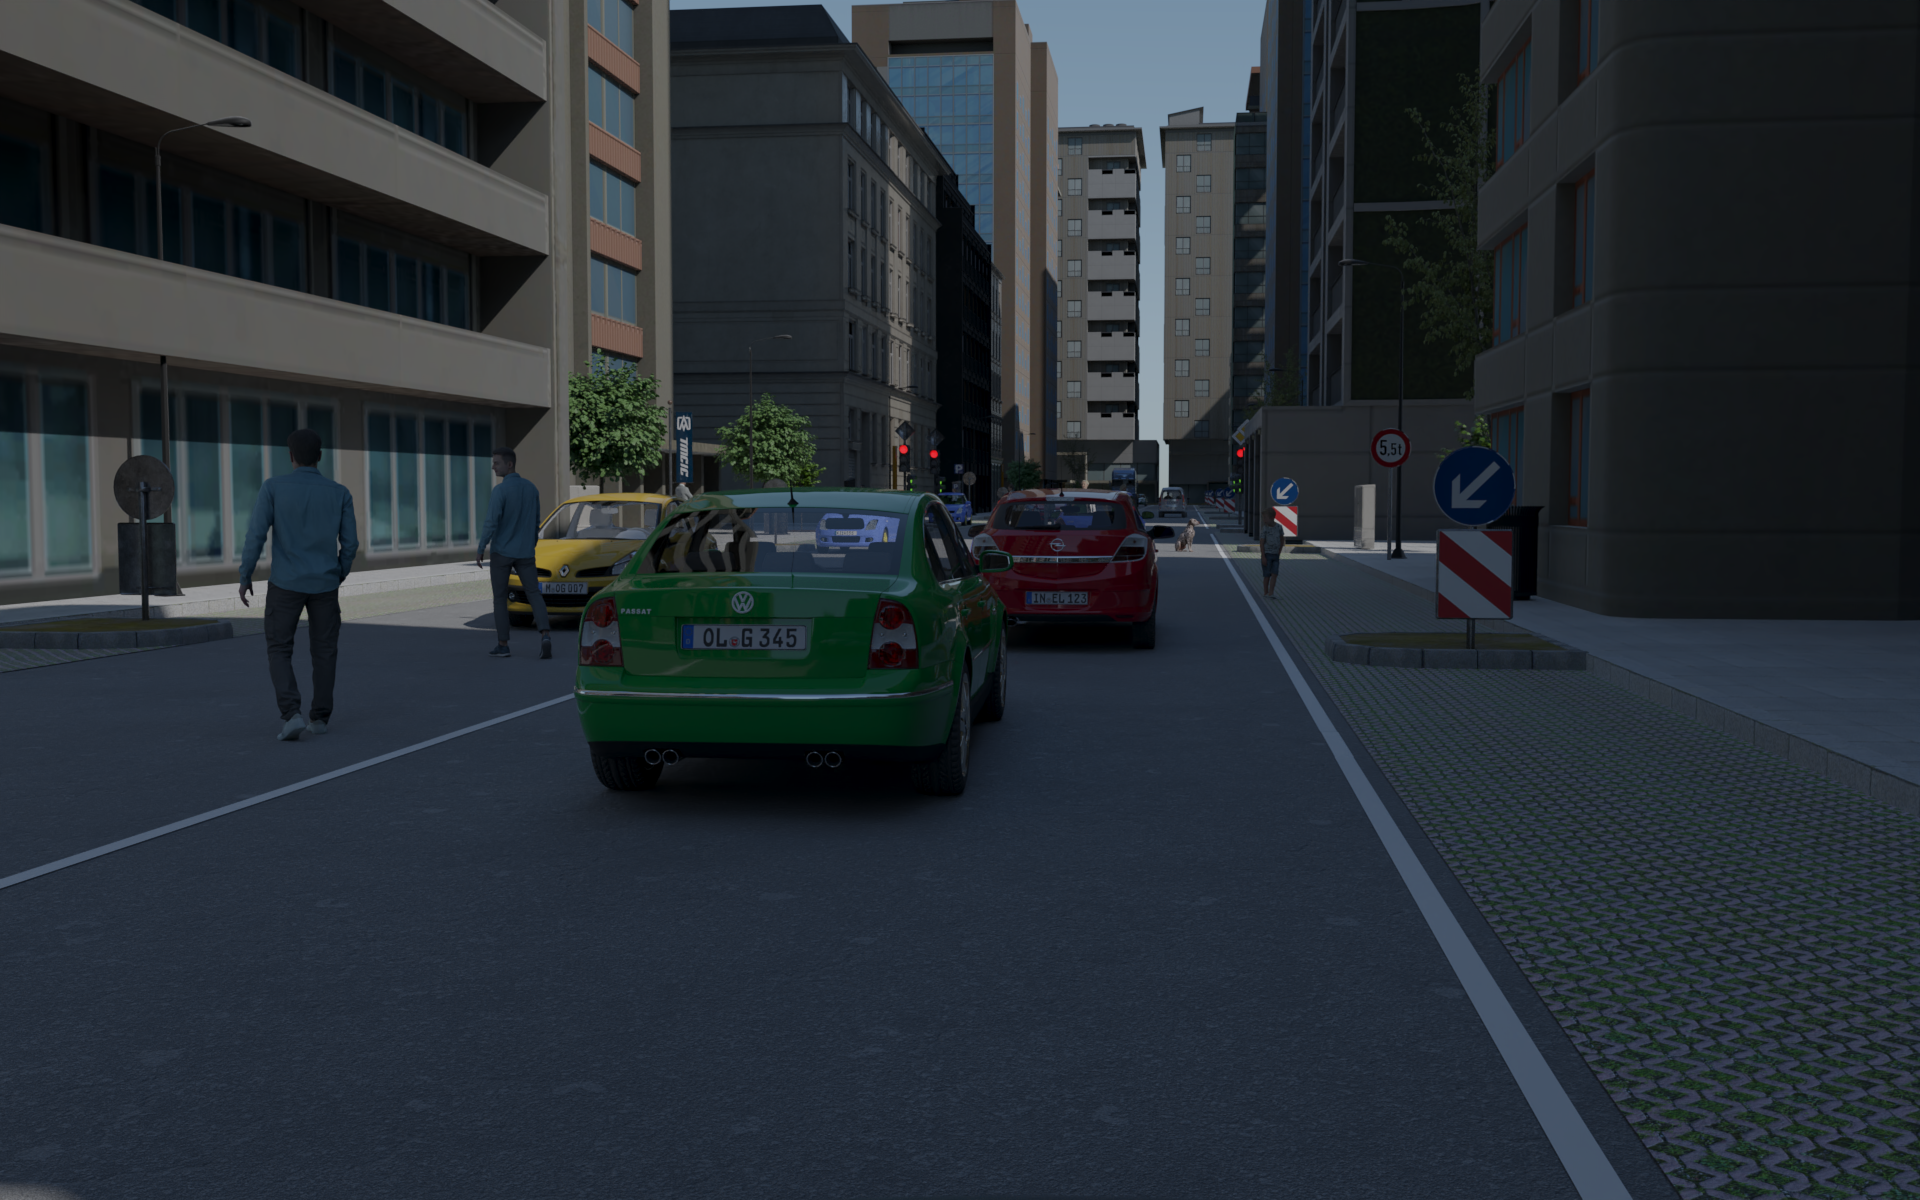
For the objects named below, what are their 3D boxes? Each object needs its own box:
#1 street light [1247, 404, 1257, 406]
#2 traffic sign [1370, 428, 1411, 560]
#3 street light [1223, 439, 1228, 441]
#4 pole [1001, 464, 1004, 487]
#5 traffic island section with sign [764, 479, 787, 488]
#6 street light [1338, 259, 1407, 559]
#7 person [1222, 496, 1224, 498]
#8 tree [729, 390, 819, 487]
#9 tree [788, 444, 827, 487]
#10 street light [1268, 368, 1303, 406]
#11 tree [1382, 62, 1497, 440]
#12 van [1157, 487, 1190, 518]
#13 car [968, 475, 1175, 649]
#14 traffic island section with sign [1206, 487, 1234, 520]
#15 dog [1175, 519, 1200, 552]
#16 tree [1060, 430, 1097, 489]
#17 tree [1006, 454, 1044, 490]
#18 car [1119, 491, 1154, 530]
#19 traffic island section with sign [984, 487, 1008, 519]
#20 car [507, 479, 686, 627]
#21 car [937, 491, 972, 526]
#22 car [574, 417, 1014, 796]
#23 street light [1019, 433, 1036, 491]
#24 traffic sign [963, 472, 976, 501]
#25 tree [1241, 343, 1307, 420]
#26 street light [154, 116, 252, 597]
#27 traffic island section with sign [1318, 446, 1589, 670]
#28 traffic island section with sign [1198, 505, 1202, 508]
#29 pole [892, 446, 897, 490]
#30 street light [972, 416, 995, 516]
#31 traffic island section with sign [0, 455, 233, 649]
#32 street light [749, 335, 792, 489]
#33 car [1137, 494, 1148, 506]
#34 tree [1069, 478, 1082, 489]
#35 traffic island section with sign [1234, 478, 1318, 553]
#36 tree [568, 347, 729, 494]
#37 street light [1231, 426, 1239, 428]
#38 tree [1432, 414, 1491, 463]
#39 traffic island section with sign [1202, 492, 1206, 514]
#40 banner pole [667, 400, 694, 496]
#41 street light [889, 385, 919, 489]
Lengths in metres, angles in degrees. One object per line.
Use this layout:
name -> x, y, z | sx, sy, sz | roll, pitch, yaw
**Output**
street light -> 15.473, -7.129, 89.105 | 1.470, 5.913, 1.316 | 0, 4, 7
traffic sign -> 8.339, -2.047, 33.582 | 0.768, 2.556, 0.104 | 1, 4, 15
street light -> 22.994, -10.652, 146.698 | 1.470, 5.913, 1.316 | 0, 4, 7
pole -> 2.882, -7.599, 118.086 | 0.158, 3.312, 0.155 | 0, 3, 0
traffic island section with sign -> -4.737, -2.152, 43.820 | 1.989, 1.847, 2.006 | 0, 4, 7
street light -> 8.189, -3.782, 34.380 | 1.470, 5.913, 1.316 | 0, 4, 7
person -> 32.826, -12.877, 217.126 | 0.434, 1.755, 0.990 | -2, 4, -23
tree -> -6.013, -4.346, 54.774 | 4.285, 4.588, 4.351 | 0, 3, 0
tree -> -5.419, -3.931, 58.868 | 1.663, 3.219, 1.824 | 0, 3, 0
street light -> 12.065, -5.591, 63.956 | 1.470, 5.913, 1.316 | 0, 4, 7
tree -> 9.332, -4.854, 29.731 | 4.737, 8.622, 4.395 | 0, 3, 0
van -> 13.097, -6.083, 106.461 | 2.013, 2.044, 4.112 | 1, 4, 9
car -> 1.102, -0.522, 17.578 | 2.155, 1.783, 4.494 | 0, 4, 6
traffic island section with sign -> 14.998, -5.420, 97.250 | 1.989, 1.847, 2.006 | 0, 4, 7
dog -> 5.594, -1.615, 43.240 | 0.513, 0.831, 0.800 | -1, 4, -17
tree -> 13.264, -15.147, 198.008 | 4.360, 8.622, 3.978 | 0, 3, 0
tree -> 5.360, -9.720, 142.637 | 4.285, 4.588, 4.351 | 0, 3, 0
car -> 2.610, -1.371, 32.010 | 1.945, 1.707, 3.694 | 0, 4, 6
traffic island section with sign -> 2.451, -5.505, 98.631 | 1.989, 1.847, 2.006 | 0, 4, 7
car -> -3.928, -0.590, 19.865 | 2.015, 1.641, 3.980 | 0, 4, 5
car -> -0.430, -4.210, 78.418 | 1.945, 1.707, 3.694 | 0, 4, 6
car -> -0.718, -0.053, 9.663 | 1.959, 1.807, 4.718 | 0, 4, 6
street light -> 5.066, -9.755, 132.036 | 1.470, 5.913, 1.316 | 0, 4, 7
traffic sign -> 0.527, -6.065, 99.268 | 0.768, 2.556, 0.104 | 1, 4, 12
tree -> 15.756, -8.264, 85.484 | 4.737, 8.622, 4.395 | 0, 3, 0
street light -> -9.403, -2.996, 21.529 | 1.470, 5.913, 1.316 | 0, 4, 7
traffic island section with sign -> 4.224, -0.392, 15.036 | 1.989, 1.847, 2.006 | 0, 4, 7
traffic island section with sign -> 24.990, -10.077, 173.386 | 1.989, 1.847, 2.006 | 0, 4, 7
pole -> -2.752, -4.852, 73.181 | 0.158, 3.312, 0.155 | 0, 3, 0
street light -> 1.367, -7.993, 103.232 | 1.470, 5.913, 1.316 | 0, 4, 7
traffic island section with sign -> -8.272, -0.503, 16.846 | 1.989, 1.847, 2.006 | 0, 4, 7
street light -> -5.598, -4.785, 50.778 | 1.470, 5.913, 1.316 | 0, 4, 7
car -> 20.957, -11.677, 202.722 | 2.131, 1.459, 4.920 | 0, 4, 8
tree -> 14.180, -13.083, 208.510 | 1.663, 3.219, 1.824 | 0, 3, 0
traffic island section with sign -> 7.862, -2.088, 42.774 | 1.989, 1.847, 2.006 | 0, 4, 7
tree -> -8.046, -3.385, 39.062 | 4.285, 4.588, 4.351 | 0, 3, 0
street light -> 19.156, -8.891, 117.912 | 1.470, 5.913, 1.316 | 0, 4, 7
tree -> 11.389, -2.633, 37.649 | 1.663, 3.219, 1.824 | 0, 3, 0
traffic island section with sign -> 18.609, -7.104, 124.783 | 1.989, 1.847, 2.006 | 0, 4, 7
banner pole -> -7.519, -3.443, 46.312 | 0.863, 3.779, 0.401 | -2, 4, -29
street light -> -2.466, -6.215, 74.156 | 1.470, 5.913, 1.316 | 0, 4, 7
